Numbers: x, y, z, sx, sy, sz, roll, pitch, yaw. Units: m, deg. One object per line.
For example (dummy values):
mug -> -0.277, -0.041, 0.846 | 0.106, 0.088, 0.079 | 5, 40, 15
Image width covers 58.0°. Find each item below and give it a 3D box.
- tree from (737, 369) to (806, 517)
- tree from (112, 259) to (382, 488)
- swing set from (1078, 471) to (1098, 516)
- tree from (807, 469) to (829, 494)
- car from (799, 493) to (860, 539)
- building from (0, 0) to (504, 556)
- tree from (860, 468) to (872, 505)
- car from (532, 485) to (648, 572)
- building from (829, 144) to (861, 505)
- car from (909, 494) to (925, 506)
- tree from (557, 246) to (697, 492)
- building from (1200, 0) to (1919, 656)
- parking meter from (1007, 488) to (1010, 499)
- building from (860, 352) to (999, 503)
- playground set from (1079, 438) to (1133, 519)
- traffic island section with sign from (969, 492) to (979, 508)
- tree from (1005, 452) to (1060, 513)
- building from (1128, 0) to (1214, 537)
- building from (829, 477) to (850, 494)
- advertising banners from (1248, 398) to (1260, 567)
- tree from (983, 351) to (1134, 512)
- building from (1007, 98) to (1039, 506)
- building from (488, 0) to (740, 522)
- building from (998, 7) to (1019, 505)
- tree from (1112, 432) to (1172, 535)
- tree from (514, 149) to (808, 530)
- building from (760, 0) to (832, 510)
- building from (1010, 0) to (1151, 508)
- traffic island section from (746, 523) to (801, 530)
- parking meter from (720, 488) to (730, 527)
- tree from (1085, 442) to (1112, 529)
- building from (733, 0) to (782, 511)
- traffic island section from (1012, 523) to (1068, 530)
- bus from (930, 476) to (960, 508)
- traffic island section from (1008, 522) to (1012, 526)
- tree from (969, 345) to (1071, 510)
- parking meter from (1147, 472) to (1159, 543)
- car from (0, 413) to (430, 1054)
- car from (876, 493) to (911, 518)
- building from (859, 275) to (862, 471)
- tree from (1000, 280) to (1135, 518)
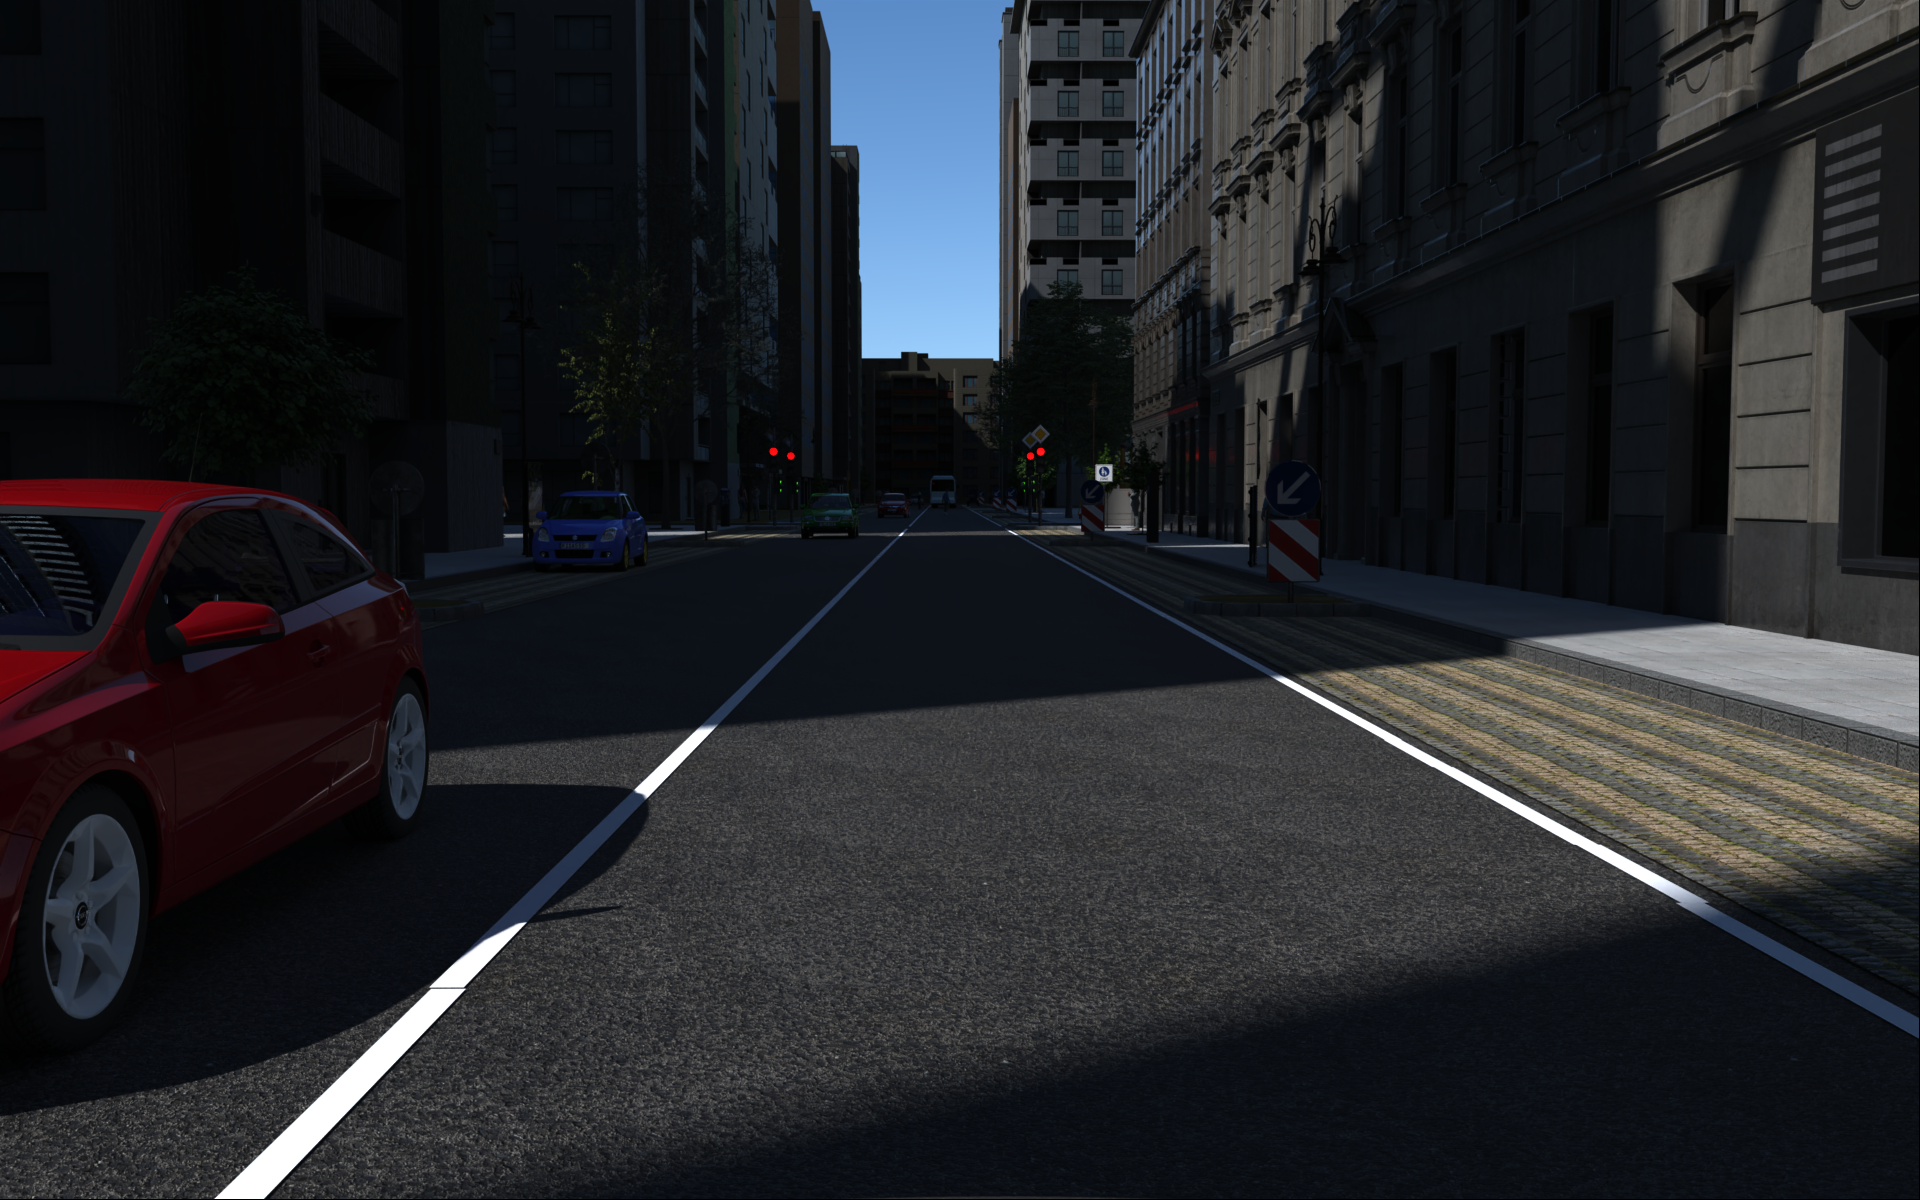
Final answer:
tree -> -10.795, -9.018, 97.800 | 4.360, 8.622, 3.978 | 0, 3, 0
tree -> -10.018, -2.480, 24.267 | 4.285, 4.588, 4.351 | 0, 3, 0
swing set -> 8.849, -6.321, 100.974 | 3.119, 2.851, 2.862 | -1, 4, -19
tree -> -10.907, -8.534, 134.138 | 1.663, 3.219, 1.824 | 0, 3, 0
car -> -4.270, -2.953, 57.085 | 1.959, 1.807, 4.718 | 0, 4, -2
building -> -18.173, -16.089, 34.761 | 14.160, 30.474, 14.107 | 0, 4, -1
tree -> -12.111, -13.795, 209.263 | 4.285, 4.588, 4.351 | 0, 3, 0
car -> -6.992, -1.425, 32.892 | 1.945, 1.707, 3.694 | 0, 4, -2
building -> -18.766, -31.425, 197.398 | 14.154, 41.232, 14.086 | 0, 4, -1
car -> -5.328, -12.431, 215.253 | 2.014, 1.417, 4.499 | 0, 4, 0
tree -> -10.298, -6.246, 52.479 | 4.737, 8.622, 4.395 | 0, 3, 0
building -> 15.284, -15.376, 27.812 | 17.030, 29.872, 44.131 | 0, 4, -1
parking meter -> 4.175, -8.614, 146.549 | 0.399, 1.863, 0.255 | -1, 4, -18
building -> -6.445, -24.881, 251.842 | 28.899, 21.520, 27.650 | 0, 4, -1
playground set -> 8.906, -5.957, 84.169 | 5.637, 4.214, 5.302 | -1, 4, -14
traffic island section with sign -> 2.098, -10.466, 179.740 | 1.989, 1.847, 2.006 | 0, 4, -1
tree -> 5.235, -8.110, 116.317 | 4.285, 4.588, 4.351 | 0, 3, 0
building -> 11.591, -12.866, 59.517 | 9.793, 20.994, 18.267 | 0, 4, -1
building -> -27.848, -29.752, 178.329 | 32.217, 40.220, 23.993 | 0, 4, -1
advertising banners -> 5.312, -2.139, 31.157 | 0.090, 3.025, 2.074 | 1, 4, 14
tree -> 5.447, -12.078, 123.228 | 9.928, 11.665, 9.643 | 0, 3, 0
building -> 12.492, -33.164, 192.342 | 14.600, 45.320, 14.200 | 0, 4, -1
building -> -18.676, -24.496, 84.112 | 14.154, 41.232, 14.086 | 0, 4, -1
building -> 15.315, -41.048, 213.137 | 21.231, 58.520, 28.212 | 0, 4, -1
tree -> 5.769, -3.653, 54.328 | 1.663, 3.219, 1.824 | 0, 3, 0
tree -> -10.580, -9.282, 62.129 | 12.009, 13.543, 11.850 | 0, 3, 0
building -> -19.170, -31.137, 159.203 | 14.600, 45.320, 14.200 | 0, 4, -1
building -> 19.739, -35.529, 170.145 | 28.713, 52.752, 27.495 | 0, 4, -1
traffic island section -> -7.486, -2.905, 69.780 | 2.009, 0.180, 2.903 | 0, 4, -1
parking meter -> -9.280, -3.673, 68.462 | 0.372, 1.533, 0.369 | 0, 3, 0
tree -> 5.410, -4.305, 64.985 | 1.663, 3.219, 1.824 | 0, 3, 0
building -> -26.571, -32.150, 114.888 | 28.713, 52.752, 27.495 | 0, 4, -1
traffic island section -> 3.254, -2.912, 69.888 | 2.009, 0.180, 2.903 | 0, 4, -1
bus -> -1.617, -11.342, 180.308 | 2.948, 3.499, 13.247 | 0, 4, 1
traffic island section -> 3.170, -3.400, 77.873 | 2.009, 0.180, 2.903 | 0, 4, -1
tree -> 5.529, -14.006, 139.373 | 12.009, 13.543, 11.850 | 0, 3, 0
parking meter -> 5.104, -2.455, 45.855 | 0.255, 1.863, 0.399 | 0, 4, -7
car -> -3.154, 0.201, 5.758 | 2.155, 1.783, 4.494 | 0, 4, -1
car -> -4.008, -5.854, 104.747 | 2.155, 1.783, 4.494 | 0, 4, 1
building -> -19.553, -27.444, 220.413 | 14.107, 30.474, 14.160 | 0, 4, -1
tree -> 5.481, -10.674, 92.653 | 7.486, 12.596, 7.792 | 0, 3, 0
